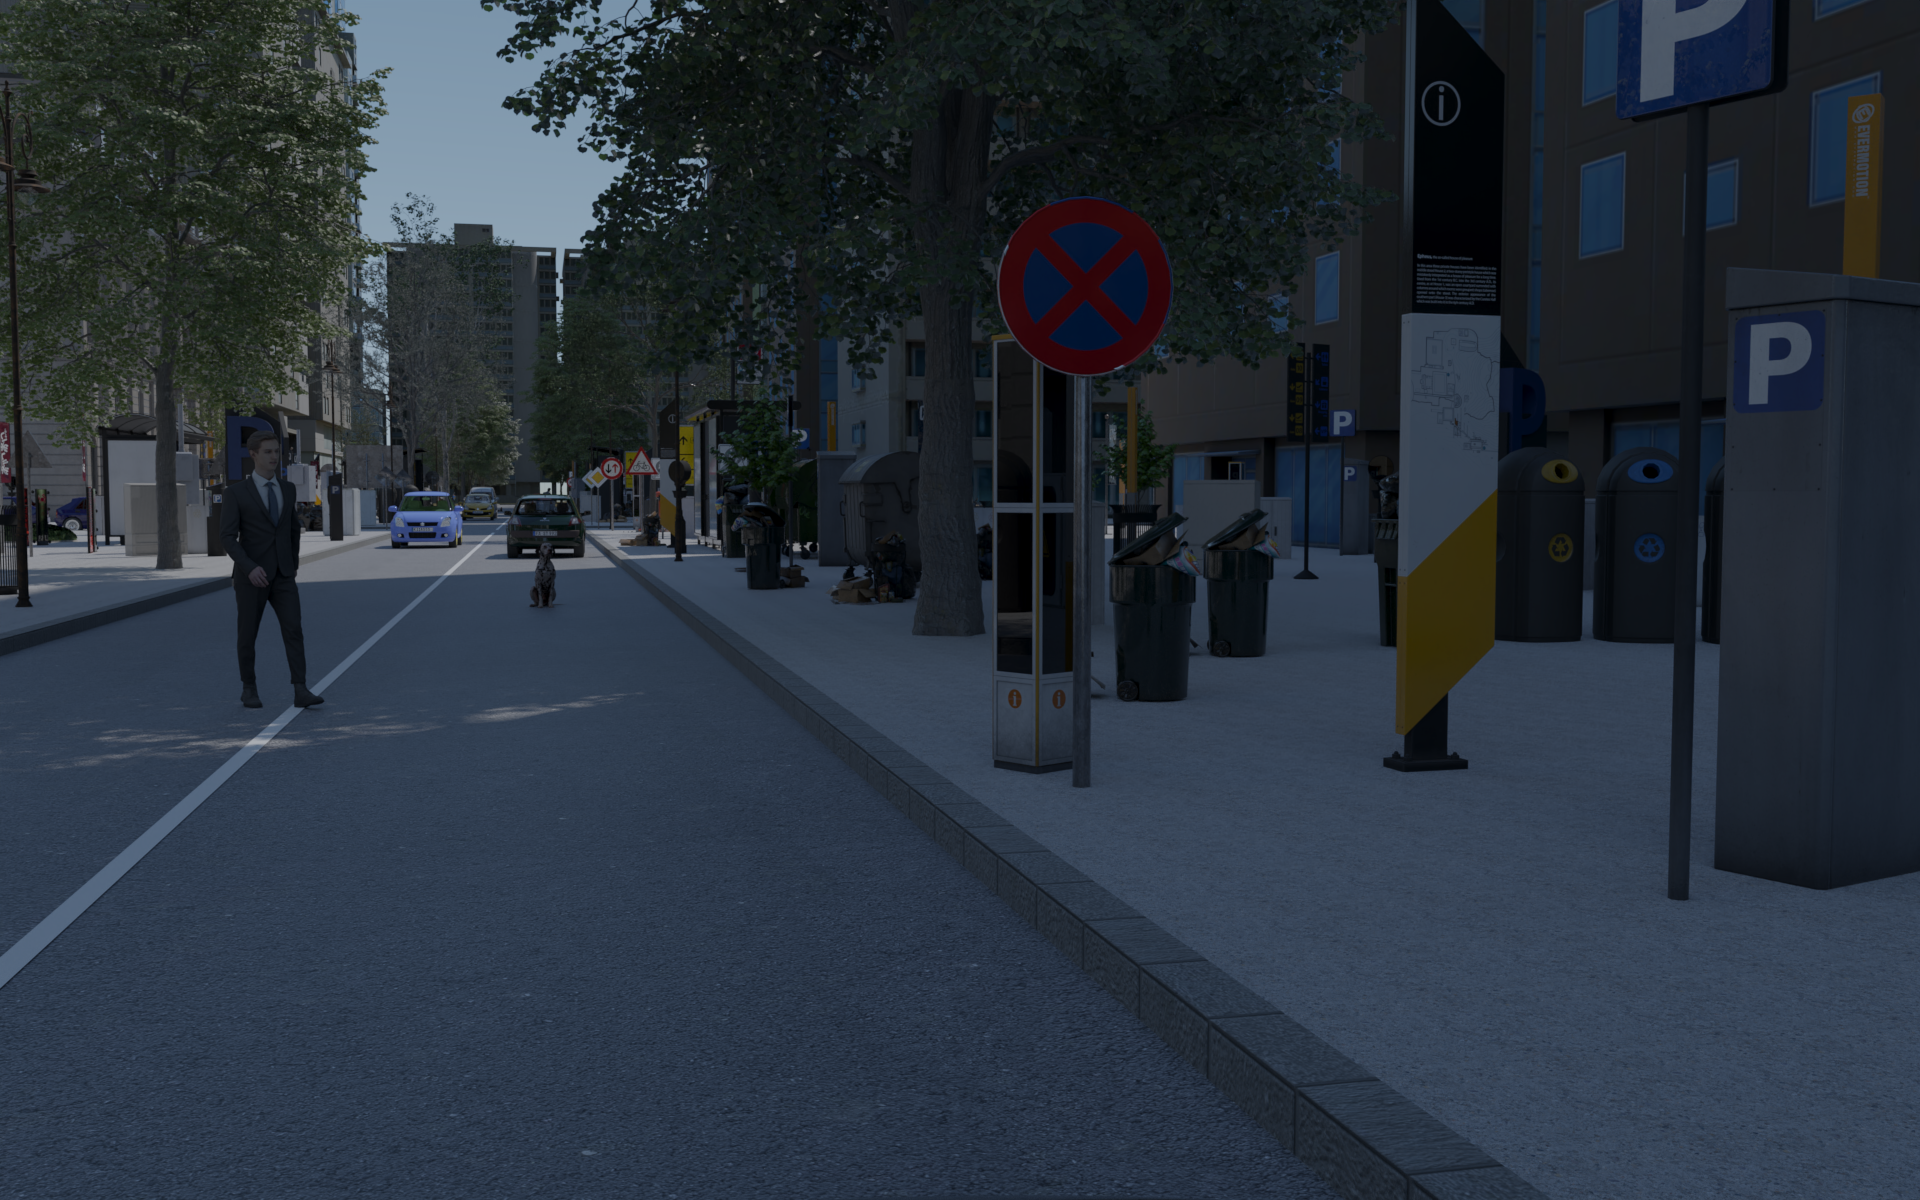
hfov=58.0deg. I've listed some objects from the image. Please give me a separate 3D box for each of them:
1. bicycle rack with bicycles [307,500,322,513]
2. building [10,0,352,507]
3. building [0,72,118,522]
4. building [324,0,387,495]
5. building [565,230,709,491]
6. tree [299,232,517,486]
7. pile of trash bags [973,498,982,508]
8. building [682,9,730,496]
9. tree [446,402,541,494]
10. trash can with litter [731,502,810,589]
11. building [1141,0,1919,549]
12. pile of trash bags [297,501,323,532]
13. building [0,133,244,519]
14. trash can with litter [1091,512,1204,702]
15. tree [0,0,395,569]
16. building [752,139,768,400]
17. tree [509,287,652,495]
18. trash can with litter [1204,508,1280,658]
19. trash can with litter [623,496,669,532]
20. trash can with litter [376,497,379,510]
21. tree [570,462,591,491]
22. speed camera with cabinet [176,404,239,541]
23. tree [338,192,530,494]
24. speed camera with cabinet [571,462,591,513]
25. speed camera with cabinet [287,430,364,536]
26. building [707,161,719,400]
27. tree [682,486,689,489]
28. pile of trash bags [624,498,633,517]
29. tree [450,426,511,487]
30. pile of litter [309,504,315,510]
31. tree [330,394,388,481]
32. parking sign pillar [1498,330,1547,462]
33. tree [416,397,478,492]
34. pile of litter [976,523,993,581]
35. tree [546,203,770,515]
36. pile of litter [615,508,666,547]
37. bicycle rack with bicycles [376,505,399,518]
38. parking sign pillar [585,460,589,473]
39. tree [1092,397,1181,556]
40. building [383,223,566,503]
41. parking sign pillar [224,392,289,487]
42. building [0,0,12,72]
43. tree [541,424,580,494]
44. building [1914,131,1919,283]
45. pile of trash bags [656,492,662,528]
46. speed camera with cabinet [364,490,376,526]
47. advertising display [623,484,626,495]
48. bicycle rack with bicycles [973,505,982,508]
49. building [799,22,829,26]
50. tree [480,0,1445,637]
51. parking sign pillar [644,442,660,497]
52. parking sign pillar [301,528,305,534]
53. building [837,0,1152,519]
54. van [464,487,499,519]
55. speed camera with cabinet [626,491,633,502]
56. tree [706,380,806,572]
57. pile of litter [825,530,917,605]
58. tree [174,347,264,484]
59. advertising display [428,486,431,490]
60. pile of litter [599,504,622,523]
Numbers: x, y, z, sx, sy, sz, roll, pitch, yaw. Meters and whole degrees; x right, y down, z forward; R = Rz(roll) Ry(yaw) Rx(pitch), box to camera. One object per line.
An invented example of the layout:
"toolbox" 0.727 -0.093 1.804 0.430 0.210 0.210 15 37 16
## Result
"bicycle rack with bicycles" -49.326 -7.308 132.867 2.852 0.926 2.925 0 4 -6
"building" -79.272 -36.230 181.599 27.495 52.752 28.713 -1 4 -14
"building" -48.544 -15.115 88.929 13.314 21.916 24.055 -1 4 -14
"building" -96.036 -56.593 237.972 31.000 86.520 22.319 -1 4 -14
"building" -47.050 -34.632 258.112 23.993 40.220 32.217 -1 4 -14
"tree" -25.727 -10.439 81.052 12.009 13.543 11.850 0 3 0
"pile of trash bags" 1.715 -3.252 62.918 3.447 1.369 1.912 2 4 27
"building" -19.455 -53.889 193.762 22.319 86.520 31.000 -1 4 -14
"tree" -50.427 -15.450 178.361 9.928 11.665 9.643 0 3 0
"trash can with litter" -2.561 -0.746 23.580 0.624 1.170 1.055 2 4 33
"building" 13.778 -24.169 45.268 14.600 45.320 14.200 -1 4 -14
"pile of trash bags" -22.513 -3.071 59.963 1.912 1.369 3.447 1 4 23
"building" -54.582 -16.537 112.174 13.314 21.916 24.055 -1 4 -14
"trash can with litter" 0.960 0.035 10.810 1.055 1.170 0.624 0 4 6
"tree" -13.186 -6.806 29.412 7.486 12.596 7.792 0 3 0
"building" -9.872 -27.857 139.048 14.154 41.232 14.086 -1 4 -14
"tree" -20.298 -10.775 94.305 7.486 12.596 7.792 0 3 0
"trash can with litter" 1.964 -0.141 13.696 1.055 1.170 0.624 0 4 1
"trash can with litter" -10.080 -2.893 58.359 2.233 1.210 1.678 1 4 14
"trash can with litter" -34.797 -5.575 102.208 2.233 1.210 1.678 0 4 -6
"tree" -22.317 -6.596 102.442 1.663 3.219 1.824 0 3 0
"speed camera with cabinet" -16.732 -2.713 38.697 2.038 3.252 0.660 -3 5 -43
"tree" -34.632 -15.641 111.623 12.611 20.169 13.585 0 3 0
"speed camera with cabinet" -21.710 -6.457 99.906 0.660 3.252 2.038 -3 4 -39
"speed camera with cabinet" -19.601 -3.611 53.374 2.038 3.252 0.660 0 4 1
"building" -17.489 -31.937 172.279 14.600 45.320 14.200 -1 4 -14
"tree" -18.569 -7.764 110.661 4.285 4.588 4.351 0 3 0
"pile of trash bags" -19.005 -5.368 97.511 3.447 1.369 1.912 3 4 38
"tree" -55.576 -16.205 199.367 8.767 10.594 7.601 1 4 12
"pile of litter" -29.845 -4.084 80.735 1.176 0.858 1.719 -2 4 -32
"tree" -42.523 -10.534 122.587 4.360 8.622 3.978 0 3 0
"parking sign pillar" 8.701 -2.366 27.151 1.447 3.967 1.447 -3 5 -44
"tree" -37.425 -10.716 125.575 4.360 8.622 3.978 0 3 0
"pile of litter" 0.244 -0.738 26.030 1.719 0.858 1.176 -1 4 -20
"tree" -9.536 -7.380 55.084 7.601 10.594 8.767 -1 4 -15
"pile of litter" -7.896 -1.778 43.033 1.176 0.858 1.719 -1 4 -10
"bicycle rack with bicycles" -27.932 -4.420 85.649 2.925 0.926 2.852 -3 5 -40
"parking sign pillar" -27.194 -8.469 126.934 1.447 3.967 1.447 -1 4 -22
"tree" 3.669 -2.444 34.562 1.663 3.219 1.824 0 3 0
"building" -70.445 -34.245 251.779 23.993 40.220 32.217 -1 4 -14
"parking sign pillar" -17.713 -3.362 43.444 1.447 3.967 1.447 -1 4 -18
"building" -71.673 -34.183 148.132 28.713 52.752 27.495 -1 4 -14
"tree" -43.826 -16.198 190.591 9.928 11.665 9.643 0 3 0
"building" 18.420 -22.843 23.590 14.600 45.320 14.200 -1 4 -14
"pile of trash bags" -9.123 -3.150 61.248 3.447 1.369 1.912 0 4 -8
"speed camera with cabinet" -24.479 -4.586 69.315 2.038 3.252 0.660 -3 5 -44
"advertising display" -22.357 -6.612 113.321 0.974 1.923 0.123 -1 4 -19
"bicycle rack with bicycles" 2.232 -4.403 85.378 2.852 0.926 2.925 -1 4 -14
"building" -13.841 -31.097 158.544 14.600 45.320 14.200 -1 4 -14
"tree" 0.009 -6.659 15.529 9.857 13.997 8.962 0 3 0
"parking sign pillar" -14.237 -5.646 80.780 1.447 3.967 1.447 -2 4 -25
"parking sign pillar" -21.952 -4.125 55.922 1.447 3.967 1.447 -2 4 -28
"building" 4.128 -29.004 97.923 21.600 48.544 21.300 -1 4 -14
"van" -28.203 -5.820 102.173 2.013 2.044 4.112 -1 4 -13
"speed camera with cabinet" -18.890 -6.542 101.291 0.660 3.252 2.038 -2 4 -32
"tree" -3.365 -2.083 28.654 1.663 3.219 1.824 0 3 0
"pile of litter" -1.103 -0.421 20.842 1.176 0.858 1.719 2 4 26
"tree" -37.187 -8.348 86.846 4.737 8.622 4.395 0 3 0
"advertising display" -40.149 -7.704 131.166 0.123 1.923 0.974 -1 4 -21
"pile of litter" -15.531 -3.929 78.198 1.719 0.858 1.176 1 4 9
